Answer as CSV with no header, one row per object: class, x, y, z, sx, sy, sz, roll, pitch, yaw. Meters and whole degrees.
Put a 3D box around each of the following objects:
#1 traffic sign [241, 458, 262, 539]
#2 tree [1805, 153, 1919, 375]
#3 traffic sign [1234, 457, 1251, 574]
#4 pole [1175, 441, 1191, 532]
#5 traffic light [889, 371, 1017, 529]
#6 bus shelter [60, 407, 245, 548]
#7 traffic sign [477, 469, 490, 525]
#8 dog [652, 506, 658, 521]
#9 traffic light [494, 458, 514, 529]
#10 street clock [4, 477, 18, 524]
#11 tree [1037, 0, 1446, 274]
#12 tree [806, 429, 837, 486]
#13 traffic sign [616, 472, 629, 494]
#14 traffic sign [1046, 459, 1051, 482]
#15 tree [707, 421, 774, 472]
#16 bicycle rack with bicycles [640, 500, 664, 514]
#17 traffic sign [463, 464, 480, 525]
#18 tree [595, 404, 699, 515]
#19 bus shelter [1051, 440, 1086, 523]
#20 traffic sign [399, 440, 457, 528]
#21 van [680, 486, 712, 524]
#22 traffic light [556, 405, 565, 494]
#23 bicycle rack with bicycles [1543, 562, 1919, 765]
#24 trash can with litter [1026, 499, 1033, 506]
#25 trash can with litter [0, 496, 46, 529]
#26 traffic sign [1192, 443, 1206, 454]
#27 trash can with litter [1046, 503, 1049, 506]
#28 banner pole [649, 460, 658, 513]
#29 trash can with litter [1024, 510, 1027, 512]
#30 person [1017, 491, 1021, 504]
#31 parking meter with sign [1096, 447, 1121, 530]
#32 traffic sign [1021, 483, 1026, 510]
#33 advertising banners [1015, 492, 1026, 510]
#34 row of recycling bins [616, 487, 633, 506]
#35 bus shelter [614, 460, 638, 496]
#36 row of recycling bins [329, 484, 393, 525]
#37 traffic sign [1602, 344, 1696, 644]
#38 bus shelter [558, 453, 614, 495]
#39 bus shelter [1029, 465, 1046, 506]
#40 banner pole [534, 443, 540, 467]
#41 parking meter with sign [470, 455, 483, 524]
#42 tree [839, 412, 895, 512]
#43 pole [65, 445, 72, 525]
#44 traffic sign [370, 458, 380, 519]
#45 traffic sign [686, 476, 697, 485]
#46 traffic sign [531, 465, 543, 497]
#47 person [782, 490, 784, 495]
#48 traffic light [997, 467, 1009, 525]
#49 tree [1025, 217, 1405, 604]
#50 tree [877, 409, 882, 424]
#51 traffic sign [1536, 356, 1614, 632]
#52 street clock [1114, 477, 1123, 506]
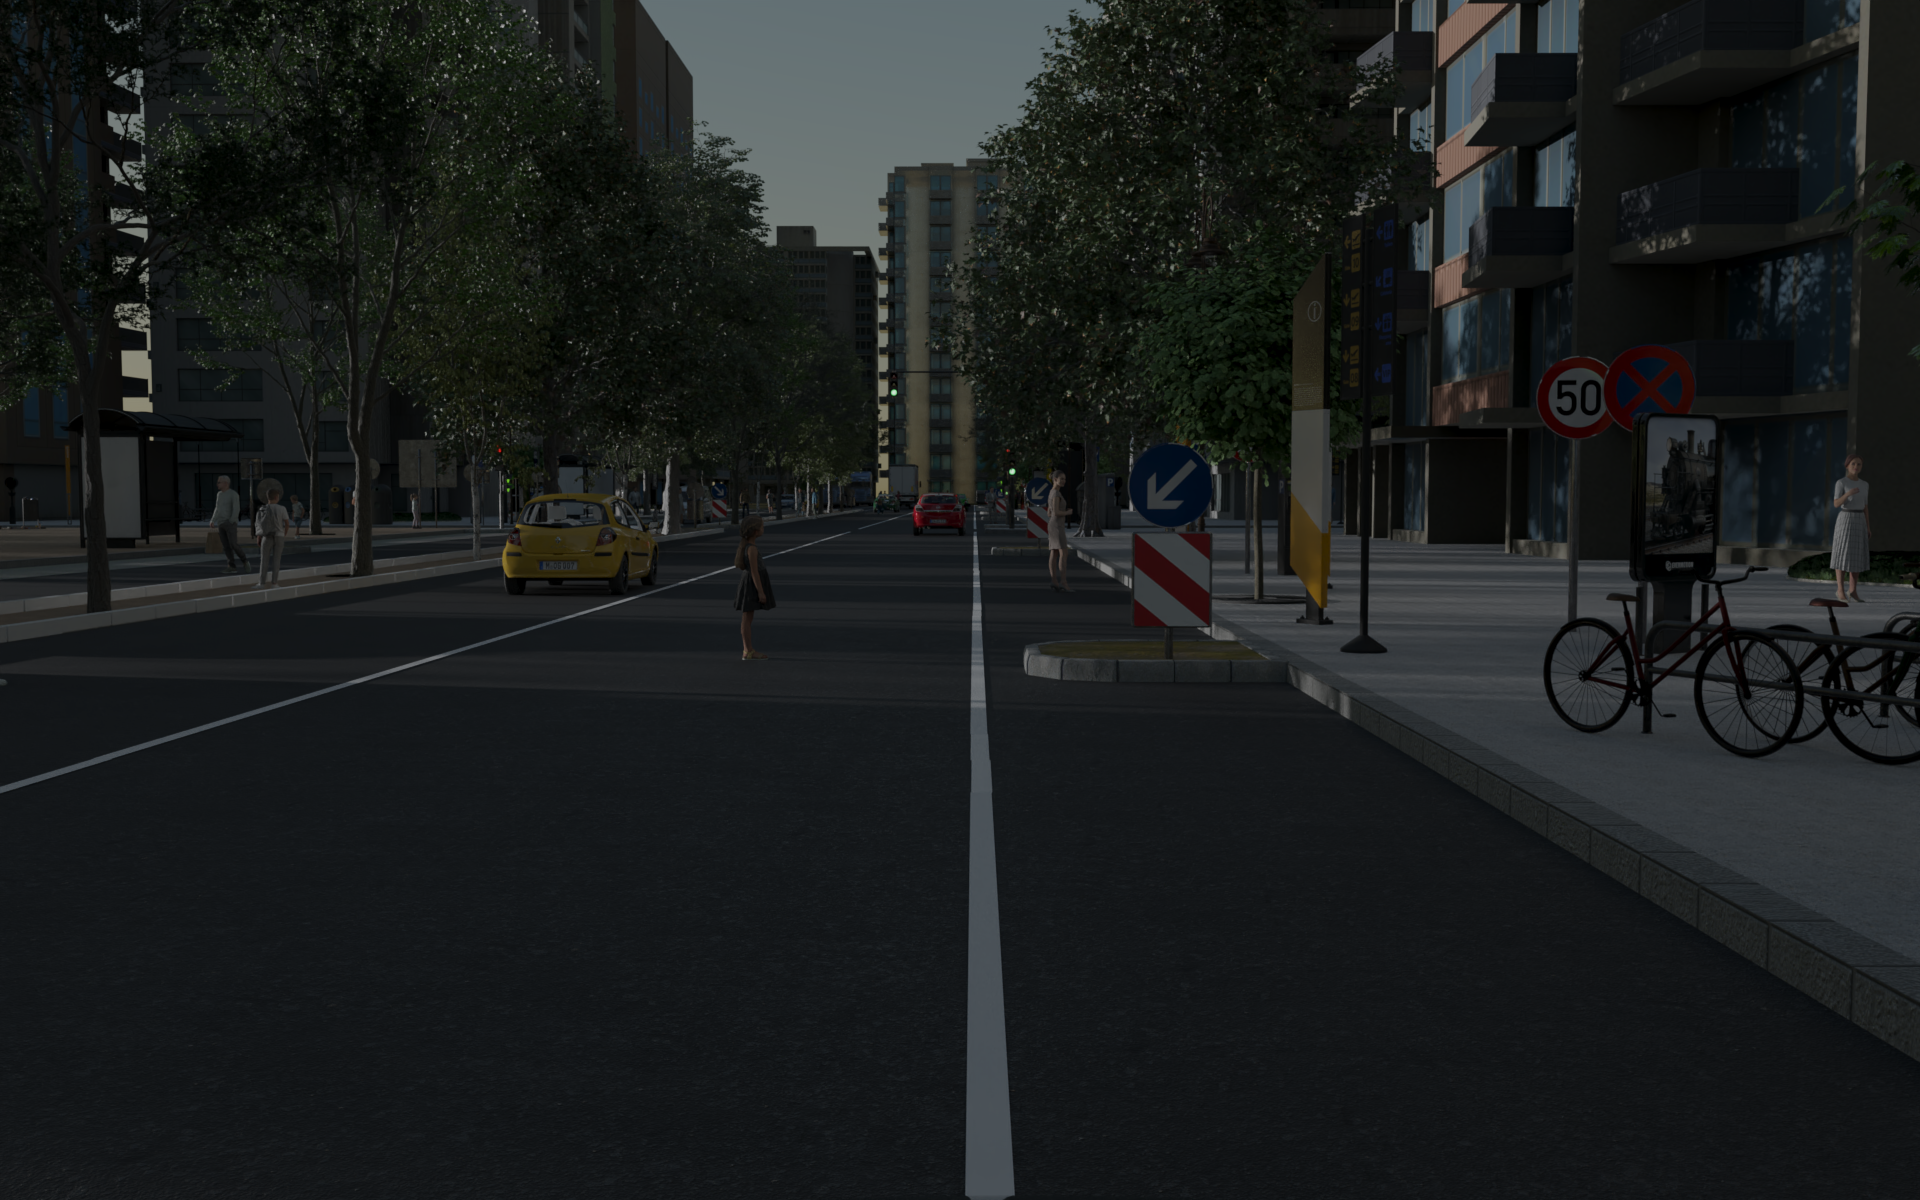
traffic sign,-20.075,-2.872,49.093,0.606,2.300,0.079,0,4,2
tree,3.624,-0.638,5.036,1.663,3.219,1.824,0,3,0
traffic sign,4.632,-1.695,27.827,0.768,2.556,0.104,1,4,9
pole,2.993,-1.795,23.192,0.158,3.312,0.155,0,3,0
traffic light,-0.198,-5.455,63.865,4.771,5.953,1.251,0,4,0
bus shelter,-20.019,-3.021,43.323,2.014,3.302,5.546,0,4,0
traffic sign,-19.656,-4.236,71.381,0.606,2.300,0.079,0,4,3
dog,-15.987,-4.491,90.270,0.513,0.831,0.800,2,4,34
traffic light,-16.967,-4.600,64.128,0.839,4.253,0.868,0,4,0
street clock,-40.286,-4.222,73.600,0.471,2.002,0.358,0,4,-5
tree,4.371,-7.126,33.524,9.611,12.733,9.660,0,3,0
tree,-9.859,-9.837,113.647,4.360,8.622,3.978,0,3,0
traffic sign,-19.378,-6.075,99.427,0.768,2.556,0.104,1,4,10
traffic sign,5.833,-6.186,95.008,2.265,3.308,0.079,0,4,2
tree,-18.582,-12.923,145.699,7.601,10.594,8.767,-1,4,-12
bicycle rack with bicycles,-19.467,-6.118,113.412,2.852,0.926,2.925,3,4,36
traffic sign,-20.463,-4.438,72.670,0.768,2.556,0.104,0,4,5
tree,-18.792,-11.360,103.866,7.486,12.596,7.792,0,3,0
bus shelter,4.706,-5.269,77.425,1.731,3.624,6.357,0,4,1
traffic sign,-19.979,-4.350,64.999,2.265,3.308,0.079,1,4,8
van,-13.165,-4.737,84.456,2.013,2.044,4.112,0,4,2
traffic light,-14.808,-5.961,72.131,4.771,5.953,1.251,0,4,0
bicycle rack with bicycles,4.772,0.293,8.590,2.852,0.926,2.925,-1,4,-21
trash can with litter,5.310,-6.866,123.638,1.055,1.170,0.624,-2,4,-26
trash can with litter,-34.531,-3.208,63.505,1.678,1.210,2.233,3,5,44
traffic sign,5.711,-2.620,42.936,0.768,2.556,0.104,0,4,3
trash can with litter,4.897,-4.540,85.279,2.233,1.210,1.678,0,4,-3
banner pole,-19.617,-7.379,110.664,0.863,3.779,0.401,1,4,23
trash can with litter,5.188,-7.116,127.398,1.678,1.210,2.233,1,4,14
person,7.531,-13.248,223.095,0.683,1.767,0.568,3,4,37
parking meter with sign,5.268,-4.082,63.006,0.543,3.016,1.738,-2,4,-28
traffic sign,5.103,-8.308,135.941,0.768,2.556,0.104,0,4,6
advertising banners,5.121,-8.862,141.078,2.074,3.025,0.090,3,4,36
row of recycling bins,-20.088,-5.905,103.667,1.069,1.692,3.534,-1,4,-9
bus shelter,-19.266,-6.200,95.295,2.014,3.302,5.546,0,4,1
row of recycling bins,-25.308,-4.038,73.132,3.534,1.692,1.069,2,4,31
traffic sign,5.858,-0.899,14.809,0.768,2.556,0.104,0,4,6
bus shelter,-19.559,-5.827,89.199,2.014,3.302,5.546,0,4,0
bus shelter,5.015,-6.393,98.441,2.014,3.302,5.546,0,4,0
banner pole,-20.733,-5.805,84.934,0.401,3.779,0.863,1,4,9
parking meter with sign,-21.304,-4.889,76.203,0.543,3.016,1.738,-1,4,-12
tree,-9.194,-12.142,135.384,8.767,10.594,7.601,0,4,0
pole,-37.396,-4.820,72.646,0.158,3.312,0.155,0,3,0
traffic sign,-20.967,-3.757,61.535,0.768,2.556,0.104,1,4,9
traffic sign,-19.053,-7.517,123.006,0.768,2.556,0.104,0,4,2
traffic sign,-18.669,-4.681,76.534,0.884,2.594,0.081,0,4,8
person,-20.202,-11.670,197.572,0.721,1.743,1.217,1,4,17
traffic light,1.960,-5.080,71.974,0.839,4.253,0.868,0,4,0
tree,3.674,-2.266,20.761,4.285,4.588,4.351,0,3,0
tree,-9.717,-12.184,119.784,7.486,12.596,7.792,0,3,0
traffic sign,5.710,-0.977,16.076,0.768,2.556,0.104,0,4,4
street clock,6.513,-4.100,71.612,0.358,2.002,0.471,2,4,34
